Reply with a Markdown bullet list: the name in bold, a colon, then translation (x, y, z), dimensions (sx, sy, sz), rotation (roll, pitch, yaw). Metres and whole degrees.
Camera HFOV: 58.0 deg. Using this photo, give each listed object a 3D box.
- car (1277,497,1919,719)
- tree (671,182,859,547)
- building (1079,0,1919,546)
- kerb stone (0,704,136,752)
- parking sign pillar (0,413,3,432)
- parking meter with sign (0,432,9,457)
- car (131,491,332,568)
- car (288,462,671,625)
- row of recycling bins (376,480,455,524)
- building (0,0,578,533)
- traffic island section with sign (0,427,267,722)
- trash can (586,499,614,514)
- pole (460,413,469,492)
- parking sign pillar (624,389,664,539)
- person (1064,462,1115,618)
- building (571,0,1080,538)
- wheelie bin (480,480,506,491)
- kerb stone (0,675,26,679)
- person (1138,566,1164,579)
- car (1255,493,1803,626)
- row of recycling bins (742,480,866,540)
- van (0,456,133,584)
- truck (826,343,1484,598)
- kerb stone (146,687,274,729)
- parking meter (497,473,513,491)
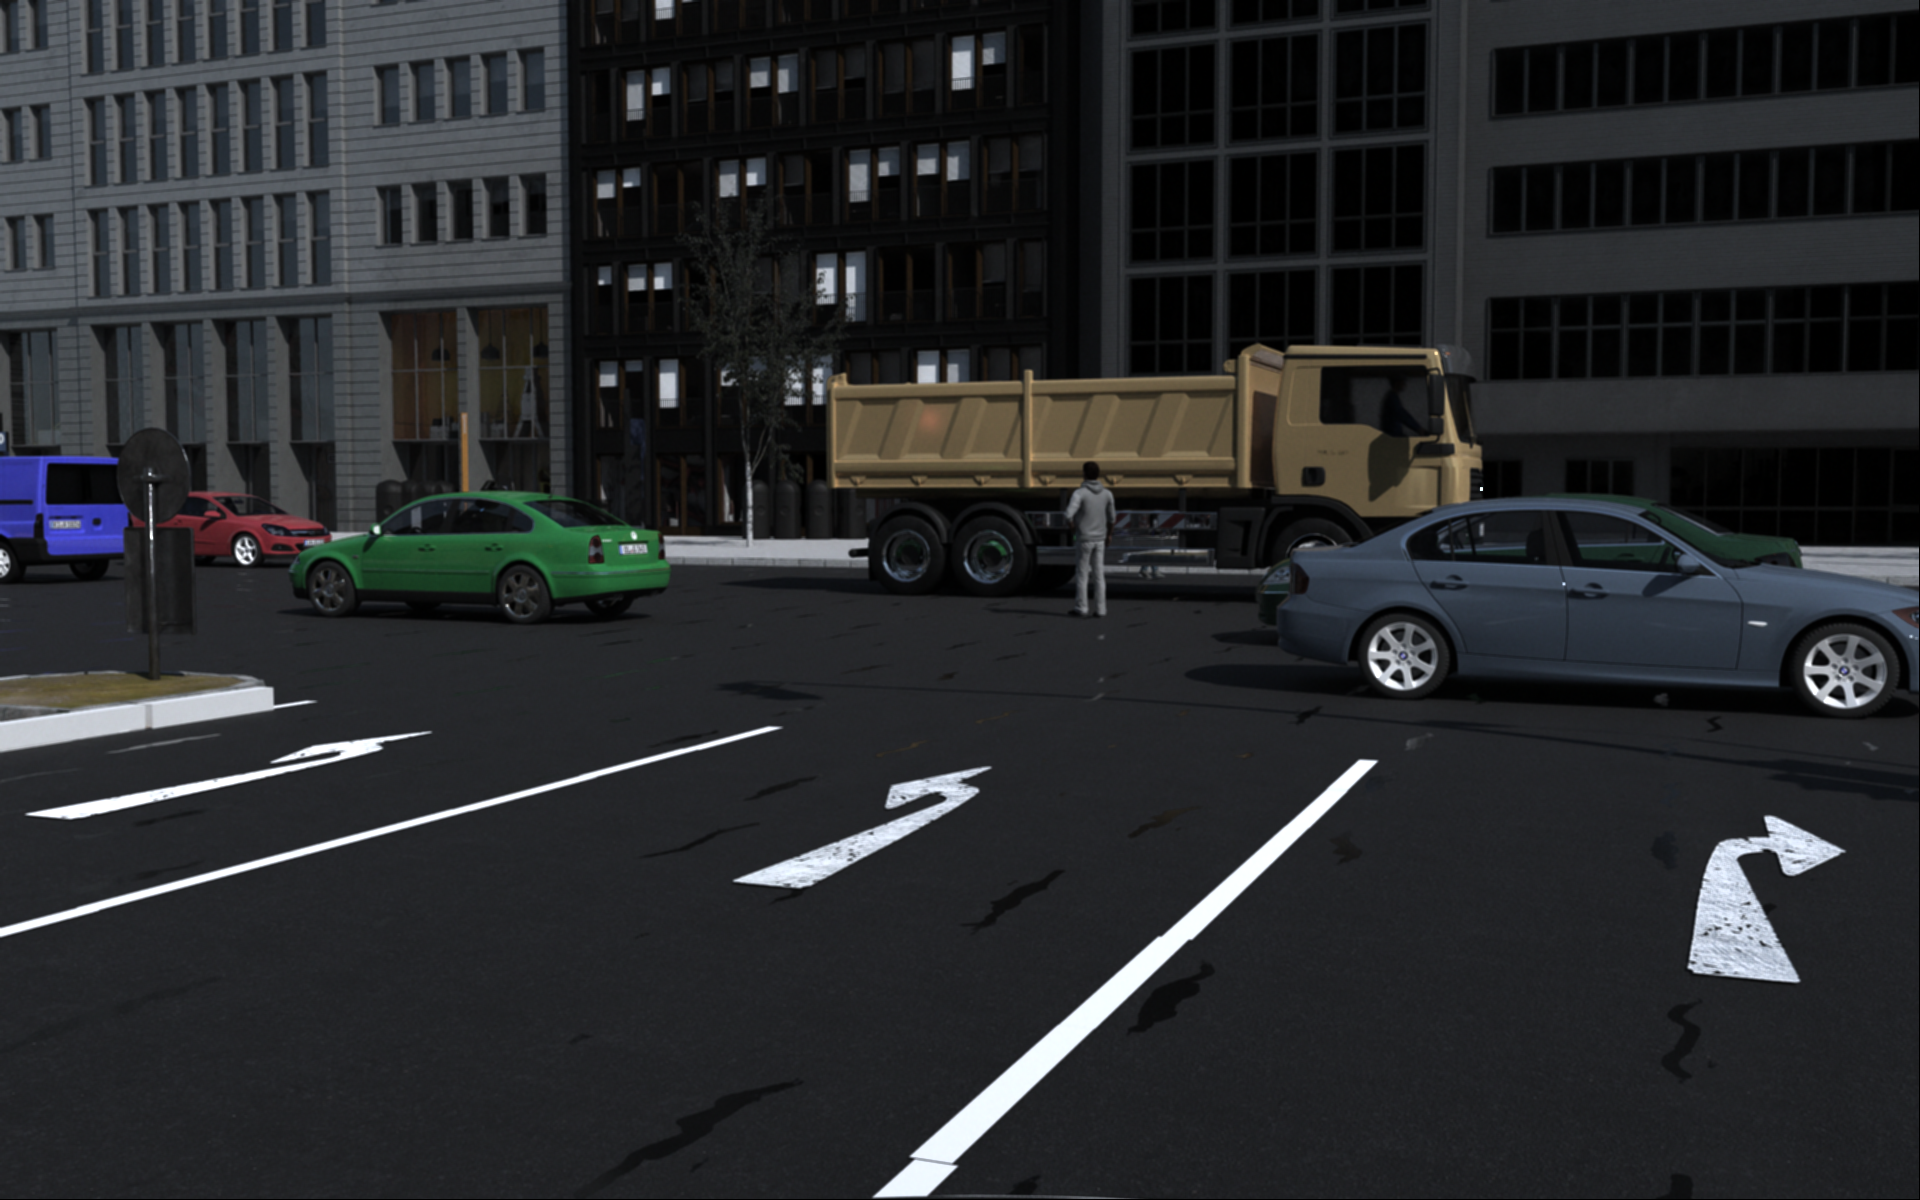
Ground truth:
- **car**: translation (4.552, -0.020, 12.322), dimensions (4.499, 1.417, 2.014), rotation (1, 4, 22)
- **tree**: translation (-4.867, -5.570, 41.433), dimensions (4.360, 8.622, 3.978), rotation (0, 3, 0)
- **building**: translation (19.234, -14.004, 48.032), dimensions (30.058, 24.678, 14.314), rotation (1, 4, 22)
- **kerb stone**: translation (-5.198, 0.740, 10.094), dimensions (0.120, 0.150, 1.000), rotation (1, 4, 22)
- **parking sign pillar**: translation (-32.414, -4.245, 57.882), dimensions (1.447, 3.967, 1.447), rotation (1, 4, 16)
- **parking meter with sign**: translation (-26.549, -3.245, 49.309), dimensions (0.543, 3.016, 1.738), rotation (1, 4, 22)
- **car**: translation (-14.700, -1.573, 34.756), dimensions (4.494, 1.783, 2.155), rotation (1, 4, 22)
- **car**: translation (-5.694, -0.701, 20.250), dimensions (4.718, 1.807, 1.959), rotation (2, 4, 23)
- **row of recycling bins**: translation (-16.096, -2.713, 51.473), dimensions (1.069, 1.692, 3.534), rotation (1, 4, 14)
- **building**: translation (-23.858, -17.539, 64.259), dimensions (29.804, 29.767, 11.434), rotation (1, 4, 22)
- **traffic island section with sign**: translation (-5.778, -0.199, 11.398), dimensions (2.006, 1.907, 1.989), rotation (1, 4, 22)
- **trash can**: translation (-9.970, -2.223, 47.999), dimensions (0.748, 1.137, 0.748), rotation (0, 3, 0)
- **pole**: translation (-12.436, -3.036, 43.489), dimensions (0.158, 3.312, 0.155), rotation (0, 3, 0)
- **parking sign pillar**: translation (-8.463, -3.461, 45.054), dimensions (1.447, 3.967, 1.447), rotation (0, 4, -6)
- **person**: translation (1.510, -0.701, 20.103), dimensions (0.875, 1.805, 0.789), rotation (-2, 4, -25)
- **building**: translation (-2.281, -13.848, 56.085), dimensions (15.834, 23.373, 12.332), rotation (1, 4, 22)
- **wheelie bin**: translation (-10.830, -1.967, 40.072), dimensions (0.693, 1.594, 0.980), rotation (0, 4, 2)
- **kerb stone**: translation (-6.769, 0.639, 11.805), dimensions (0.120, 0.150, 1.000), rotation (1, 4, 22)
- **person**: translation (3.256, -1.250, 28.923), dimensions (0.794, 1.824, 0.713), rotation (-3, 5, -42)
- **car**: translation (5.191, -0.260, 16.053), dimensions (4.920, 1.459, 2.131), rotation (2, 4, 23)
- **row of recycling bins**: translation (-4.427, -2.576, 49.233), dimensions (3.534, 1.692, 1.069), rotation (0, 4, -5)
- **van**: translation (-16.431, -1.497, 28.860), dimensions (5.245, 2.365, 2.240), rotation (1, 4, 21)
- **truck**: translation (3.038, -1.722, 24.082), dimensions (9.791, 3.379, 3.469), rotation (1, 4, 22)
- **kerb stone**: translation (-4.800, 0.682, 11.059), dimensions (0.120, 0.150, 1.000), rotation (1, 4, 22)
- **parking meter**: translation (-12.606, -2.587, 48.014), dimensions (0.399, 1.863, 0.255), rotation (0, 4, -3)
